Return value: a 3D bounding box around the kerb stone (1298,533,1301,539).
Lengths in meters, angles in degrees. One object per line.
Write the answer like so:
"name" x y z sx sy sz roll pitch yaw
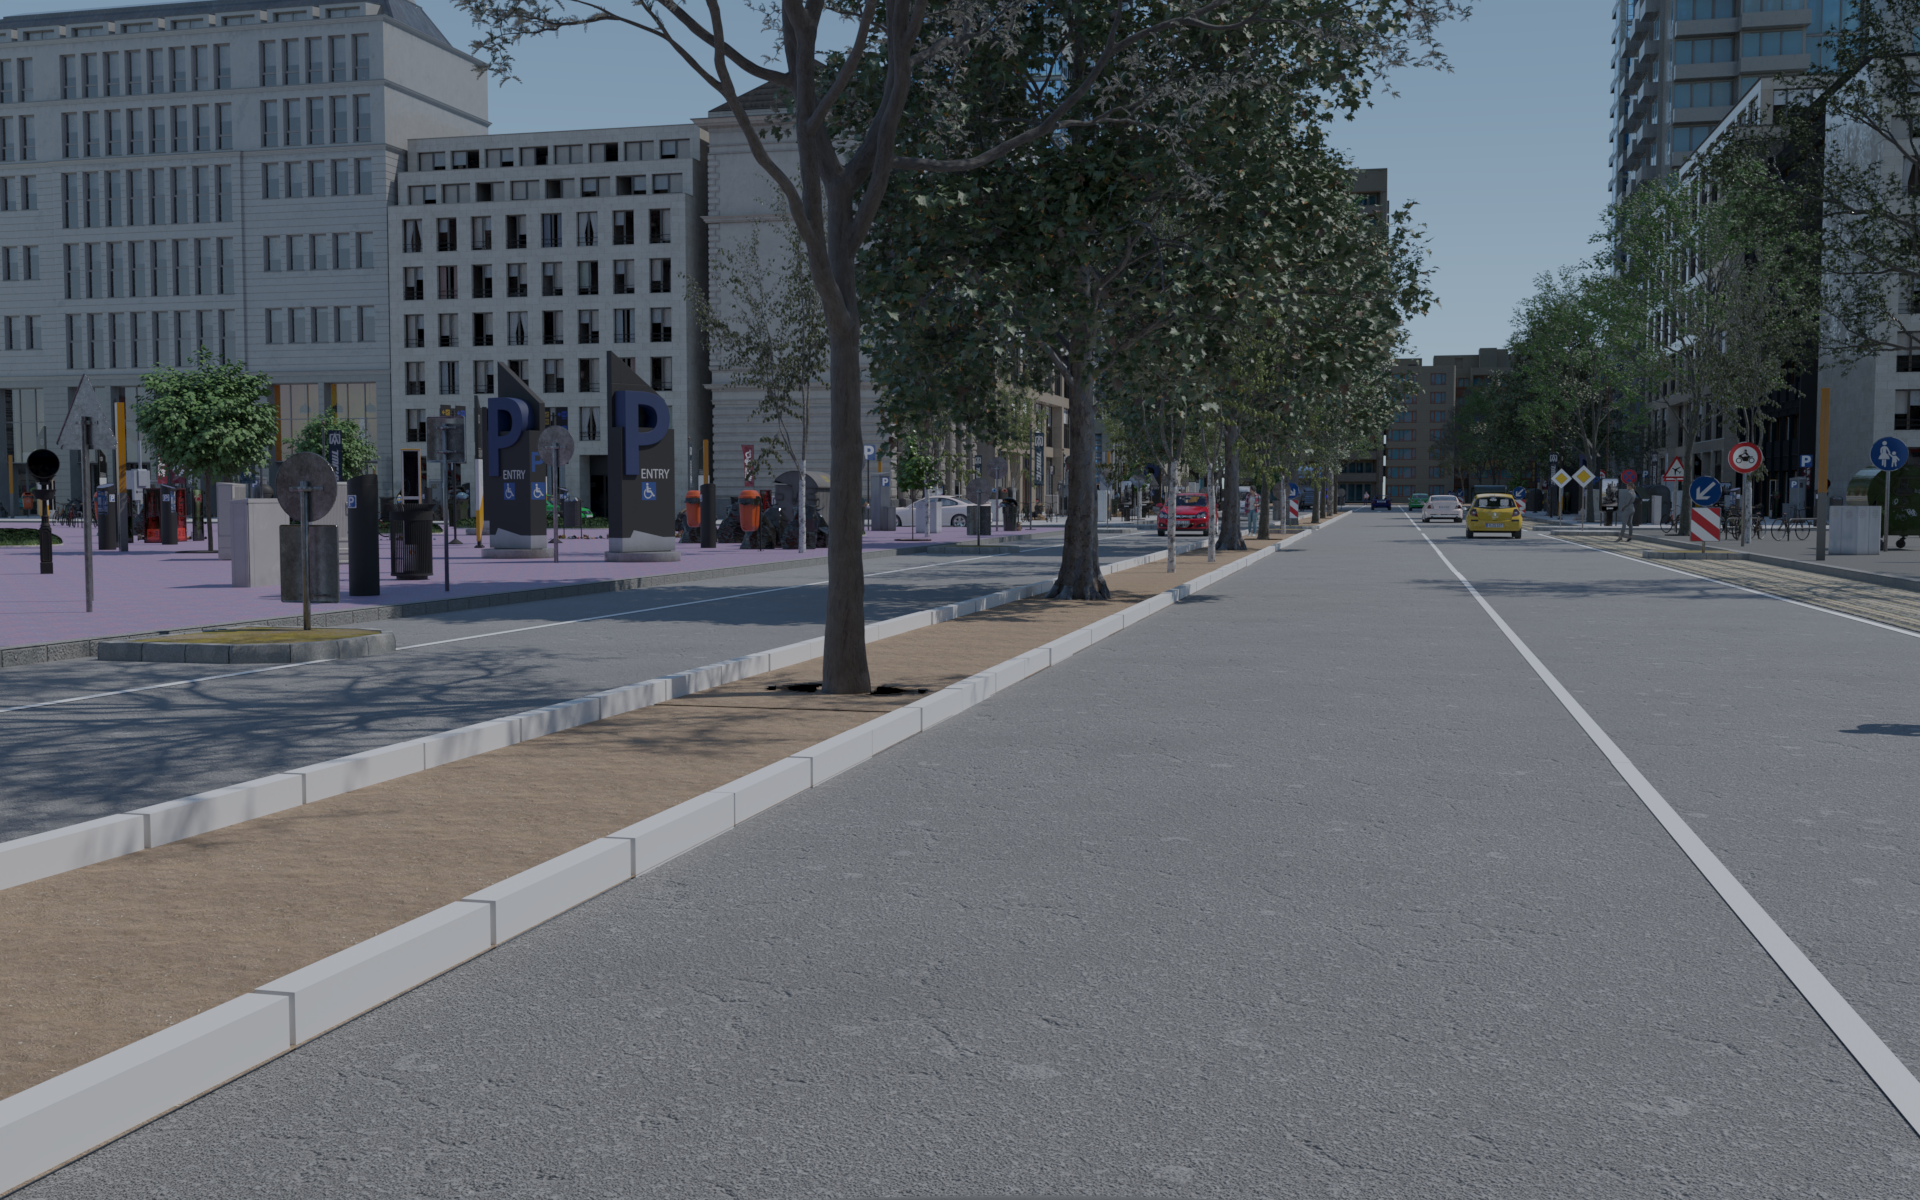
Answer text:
"kerb stone" 10.427 -1.928 53.744 0.120 0.150 1.000 1 4 14

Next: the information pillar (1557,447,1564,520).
"information pillar" 30.130 -5.837 86.785 0.183 3.616 0.504 2 4 32

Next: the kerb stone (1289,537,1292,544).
"kerb stone" 9.197 -1.621 48.760 0.120 0.150 1.000 1 4 14

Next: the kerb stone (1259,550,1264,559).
"kerb stone" 6.483 -0.950 37.807 0.120 0.150 1.000 1 4 14

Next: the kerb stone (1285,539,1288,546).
"kerb stone" 8.703 -1.503 46.771 0.120 0.150 1.000 1 4 14

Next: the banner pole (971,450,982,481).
"banner pole" 0.881 -6.587 97.716 0.863 3.779 0.401 -2 4 -26

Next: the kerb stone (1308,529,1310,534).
"kerb stone" 11.900 -2.291 59.713 0.120 0.150 1.000 1 4 14

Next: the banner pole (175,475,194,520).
"banner pole" -38.167 -5.845 85.585 0.863 3.779 0.401 1 4 15

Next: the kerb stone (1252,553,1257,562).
"kerb stone" 5.992 -0.831 35.821 0.120 0.150 1.000 1 4 14

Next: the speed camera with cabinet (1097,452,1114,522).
"speed camera with cabinet" 6.719 -5.268 80.474 0.660 3.252 2.038 1 4 16

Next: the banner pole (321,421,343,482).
"banner pole" -21.595 -4.248 59.469 0.863 3.779 0.401 0 4 -1

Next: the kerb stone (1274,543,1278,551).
"kerb stone" 7.712 -1.258 42.795 0.120 0.150 1.000 1 4 14

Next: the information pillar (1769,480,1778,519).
"information pillar" 41.784 -5.167 88.971 0.304 2.012 0.304 3 5 41

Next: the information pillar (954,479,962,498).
"information pillar" -0.098 -4.903 84.649 0.304 2.012 0.304 1 4 22

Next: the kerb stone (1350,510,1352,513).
"kerb stone" 27.312 -6.100 121.924 0.120 0.150 1.000 1 4 14

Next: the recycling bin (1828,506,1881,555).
"recycling bin" 18.941 -1.475 36.669 0.722 1.027 0.722 -1 4 -20

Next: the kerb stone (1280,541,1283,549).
"kerb stone" 8.208 -1.376 44.786 0.120 0.150 1.000 1 4 14

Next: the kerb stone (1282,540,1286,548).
"kerb stone" 8.453 -1.442 45.778 0.120 0.150 1.000 1 4 14

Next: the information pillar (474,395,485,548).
"information pillar" -11.457 -3.051 41.243 0.183 3.616 0.504 0 4 -5

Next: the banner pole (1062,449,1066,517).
"banner pole" 5.732 -6.453 95.522 0.401 3.779 0.863 1 4 15

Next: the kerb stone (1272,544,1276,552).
"kerb stone" 7.461 -1.198 41.795 0.120 0.150 1.000 1 4 14

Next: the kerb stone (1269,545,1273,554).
"kerb stone" 7.227 -1.138 40.800 0.120 0.150 1.000 1 4 14

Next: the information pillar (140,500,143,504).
"information pillar" -34.041 -4.150 72.343 0.304 2.012 0.304 -3 4 -37

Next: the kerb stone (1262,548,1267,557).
"kerb stone" 6.728 -1.016 38.815 0.120 0.150 1.000 1 4 14

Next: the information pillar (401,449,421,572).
"information pillar" -8.941 -1.453 28.249 0.304 2.012 0.304 -1 4 -16

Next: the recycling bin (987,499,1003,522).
"recycling bin" 1.658 -4.192 81.099 0.722 1.027 0.722 2 4 29

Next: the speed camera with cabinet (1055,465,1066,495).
"speed camera with cabinet" 6.842 -7.528 117.415 0.660 3.252 2.038 0 4 -4

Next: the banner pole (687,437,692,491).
"banner pole" -11.827 -5.257 75.964 0.401 3.779 0.863 0 4 3

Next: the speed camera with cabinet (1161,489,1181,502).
"speed camera with cabinet" 14.197 -7.655 119.498 2.038 3.252 0.660 2 4 24

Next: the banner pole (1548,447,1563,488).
"banner pole" 31.707 -6.244 92.107 0.863 3.779 0.401 2 4 28

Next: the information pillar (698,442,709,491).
"information pillar" -11.398 -5.249 77.168 0.504 3.616 0.183 -1 4 -21

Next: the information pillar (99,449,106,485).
"information pillar" -43.492 -5.901 87.841 0.183 3.616 0.504 1 4 10

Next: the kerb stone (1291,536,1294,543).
"kerb stone" 9.444 -1.678 49.752 0.120 0.150 1.000 1 4 14

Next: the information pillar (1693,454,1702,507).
"information pillar" 42.725 -6.670 100.406 0.504 3.616 0.183 -1 4 -14

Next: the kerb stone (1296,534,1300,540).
"kerb stone" 10.177 -1.868 52.750 0.120 0.150 1.000 1 4 14

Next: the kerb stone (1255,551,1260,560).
"kerb stone" 6.232 -0.894 36.815 0.120 0.150 1.000 1 4 14

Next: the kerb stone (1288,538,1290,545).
"kerb stone" 8.951 -1.564 47.768 0.120 0.150 1.000 1 4 14

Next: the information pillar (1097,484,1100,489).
"information pillar" 10.123 -7.567 128.215 0.304 2.012 0.304 -1 4 -14

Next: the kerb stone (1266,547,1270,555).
"kerb stone" 6.980 -1.077 39.809 0.120 0.150 1.000 1 4 14

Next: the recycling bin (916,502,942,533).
"recycling bin" -1.026 -2.705 56.773 0.722 1.027 0.722 1 4 13

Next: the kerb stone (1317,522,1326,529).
"kerb stone" 15.479 -3.178 74.154 0.120 0.150 1.000 1 4 14

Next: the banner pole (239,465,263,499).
"banner pole" -20.672 -3.708 50.649 0.863 3.779 0.401 -3 5 -39

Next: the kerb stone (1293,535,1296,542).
"kerb stone" 9.687 -1.747 50.754 0.120 0.150 1.000 1 4 14

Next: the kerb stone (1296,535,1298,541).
"kerb stone" 9.931 -1.807 51.758 0.120 0.150 1.000 1 4 14

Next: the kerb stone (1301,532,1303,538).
"kerb stone" 10.672 -1.991 54.747 0.120 0.150 1.000 1 4 14

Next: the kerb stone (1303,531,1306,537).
"kerb stone" 11.159 -2.110 56.738 0.120 0.150 1.000 1 4 14

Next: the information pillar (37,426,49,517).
"information pillar" -31.458 -4.163 59.418 0.504 3.616 0.183 2 4 32

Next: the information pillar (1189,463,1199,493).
"information pillar" 17.688 -8.481 130.020 0.504 3.616 0.183 0 4 1

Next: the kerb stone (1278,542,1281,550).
"kerb stone" 7.952 -1.321 43.788 0.120 0.150 1.000 1 4 14

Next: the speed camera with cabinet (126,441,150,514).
"speed camera with cabinet" -30.218 -4.317 64.926 0.660 3.252 2.038 2 4 29

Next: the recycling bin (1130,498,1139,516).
"recycling bin" 10.430 -5.444 101.558 0.722 1.027 0.722 -2 4 -26

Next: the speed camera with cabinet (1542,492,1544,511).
"speed camera with cabinet" 45.905 -8.558 134.264 2.038 3.252 0.660 1 4 23

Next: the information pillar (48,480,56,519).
"information pillar" -46.795 -5.182 89.221 0.304 2.012 0.304 0 4 -1

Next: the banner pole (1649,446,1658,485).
"banner pole" 36.235 -6.154 90.640 0.401 3.779 0.863 -1 4 -15

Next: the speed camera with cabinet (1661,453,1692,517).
"speed camera with cabinet" 34.446 -5.438 83.251 0.660 3.252 2.038 0 4 -5

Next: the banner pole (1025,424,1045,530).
"banner pole" 2.701 -4.392 61.827 0.863 3.779 0.401 -3 5 -39

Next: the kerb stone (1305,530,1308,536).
"kerb stone" 11.414 -2.173 57.727 0.120 0.150 1.000 1 4 14
